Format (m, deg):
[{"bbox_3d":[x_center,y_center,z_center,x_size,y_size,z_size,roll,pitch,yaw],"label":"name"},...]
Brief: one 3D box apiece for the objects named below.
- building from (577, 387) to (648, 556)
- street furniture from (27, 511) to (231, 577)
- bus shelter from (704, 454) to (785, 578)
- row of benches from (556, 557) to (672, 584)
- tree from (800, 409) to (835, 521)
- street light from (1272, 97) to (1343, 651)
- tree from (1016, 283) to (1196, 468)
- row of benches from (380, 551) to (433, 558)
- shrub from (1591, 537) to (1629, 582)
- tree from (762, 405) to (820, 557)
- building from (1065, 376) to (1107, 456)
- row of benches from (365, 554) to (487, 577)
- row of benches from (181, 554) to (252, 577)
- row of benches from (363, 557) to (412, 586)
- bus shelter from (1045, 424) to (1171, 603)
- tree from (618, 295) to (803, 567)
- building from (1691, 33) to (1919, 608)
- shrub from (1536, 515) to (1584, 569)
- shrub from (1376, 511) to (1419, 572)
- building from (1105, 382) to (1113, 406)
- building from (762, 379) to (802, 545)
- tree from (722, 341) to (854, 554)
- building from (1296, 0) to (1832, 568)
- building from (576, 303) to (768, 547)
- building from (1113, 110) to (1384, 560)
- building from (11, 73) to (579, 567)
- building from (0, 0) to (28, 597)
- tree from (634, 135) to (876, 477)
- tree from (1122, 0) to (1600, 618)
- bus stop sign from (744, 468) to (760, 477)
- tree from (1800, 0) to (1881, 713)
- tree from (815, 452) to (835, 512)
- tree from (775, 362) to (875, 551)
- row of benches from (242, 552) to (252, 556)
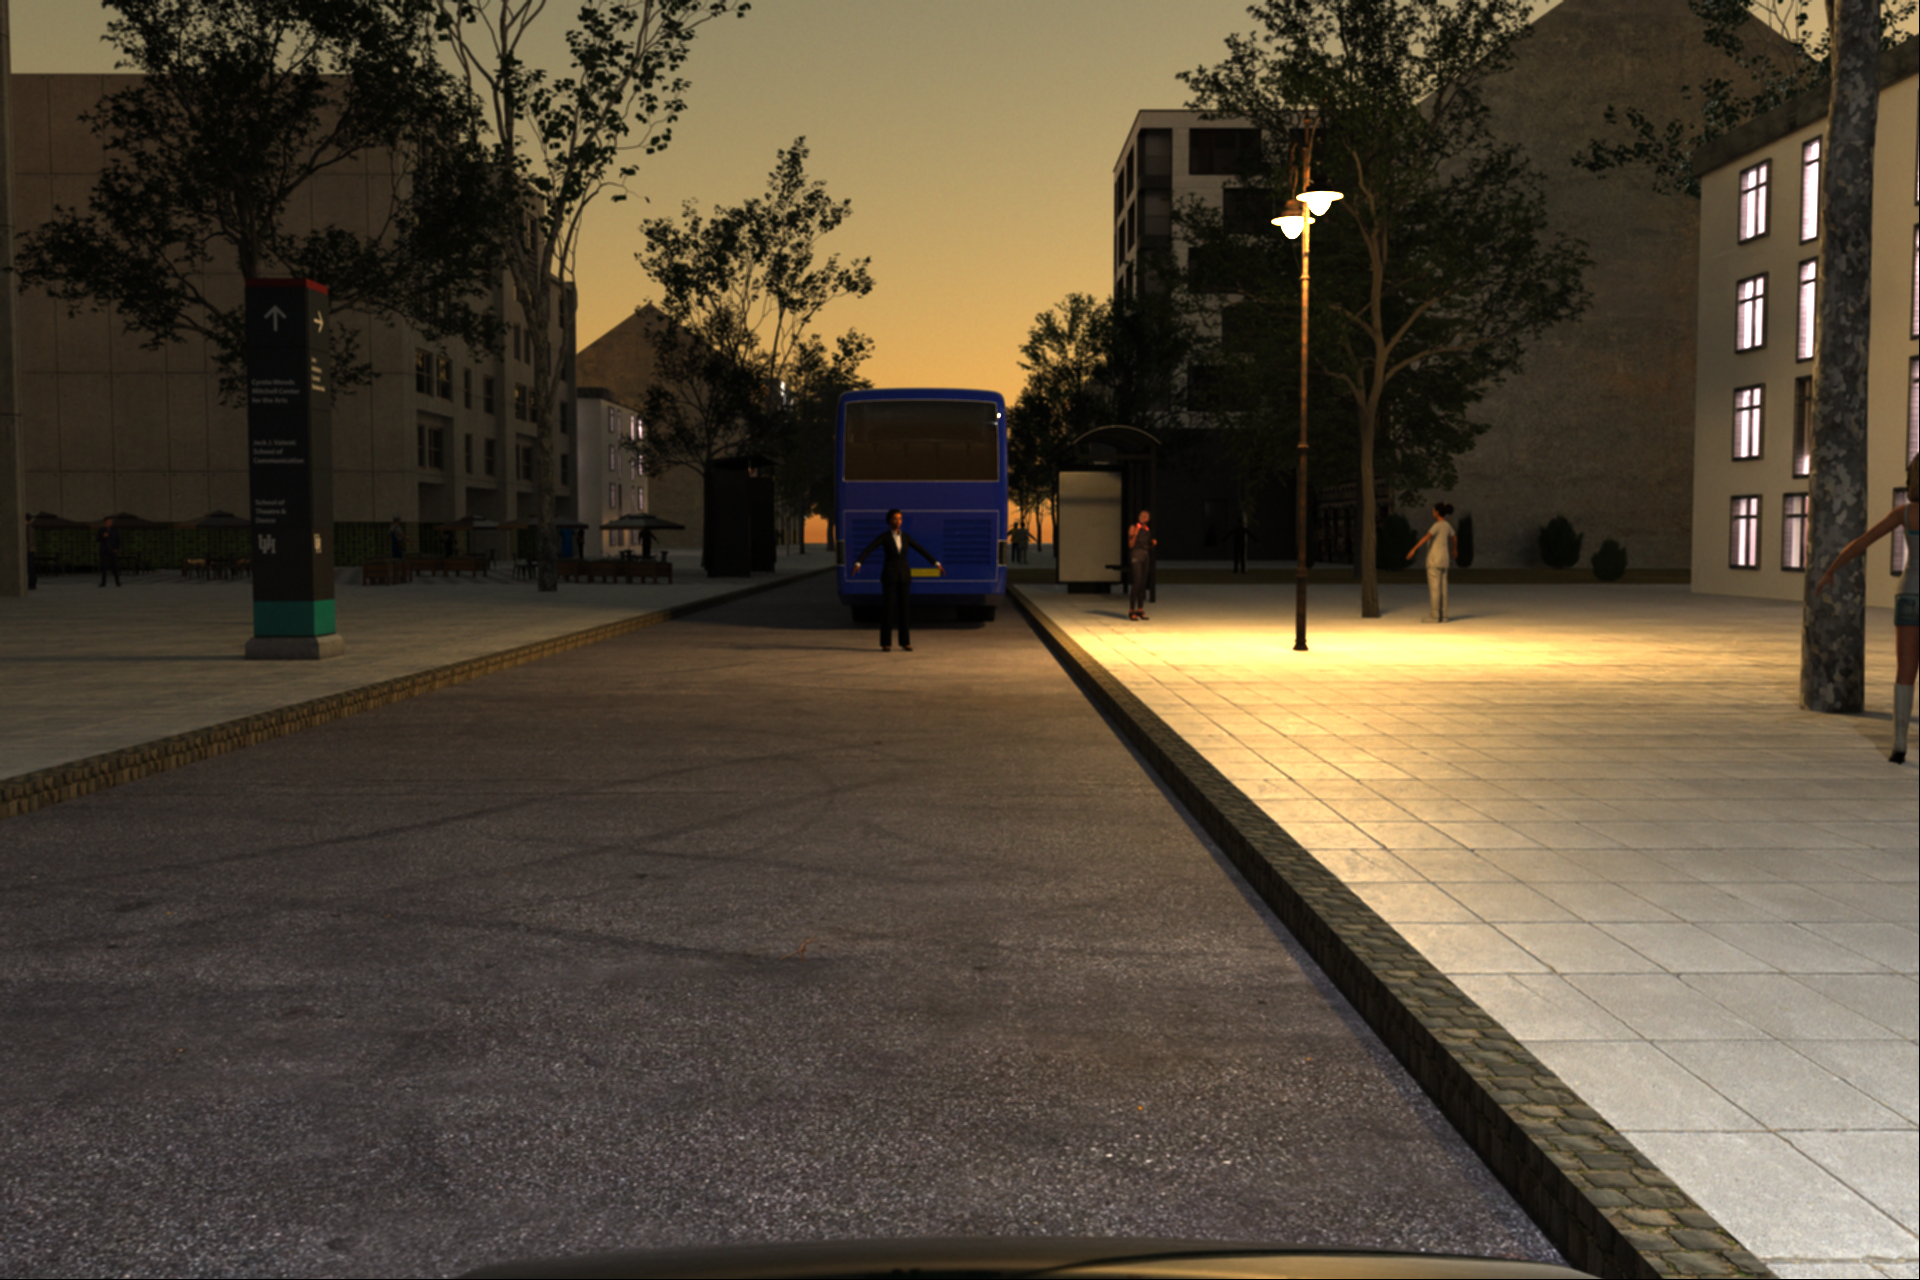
[{"bbox_3d":[-24.816,-10.468,113.294,9.099,9.664,28.070,0,4,1],"label":"building"},{"bbox_3d":[-32.022,-2.737,49.782,14.083,1.986,27.439,0,4,2],"label":"street furniture"},{"bbox_3d":[-6.625,-3.824,53.813,1.731,3.624,6.357,0,4,1],"label":"bus shelter"},{"bbox_3d":[-9.284,-1.843,45.601,4.104,0.672,1.422,2,4,35],"label":"row of benches"},{"bbox_3d":[-9.755,-14.786,148.405,9.857,13.997,8.962,0,3,0],"label":"tree"},{"bbox_3d":[3.762,-2.823,18.947,0.468,5.910,1.993,0,4,0],"label":"street light"},{"bbox_3d":[6.113,-9.011,73.081,9.928,11.665,9.643,0,3,0],"label":"tree"},{"bbox_3d":[-19.634,-2.799,61.219,1.422,0.672,4.104,0,4,2],"label":"row of benches"},{"bbox_3d":[17.578,-2.188,46.889,1.383,1.207,1.383,0,3,0],"label":"shrub"},{"bbox_3d":[-9.902,-9.091,98.997,4.737,8.622,4.395,0,3,0],"label":"tree"},{"bbox_3d":[21.741,-22.333,196.070,19.493,23.208,18.063,0,4,0],"label":"building"},{"bbox_3d":[-16.314,-2.274,52.646,4.104,0.672,1.422,1,4,20],"label":"row of benches"},{"bbox_3d":[-21.737,-2.321,53.405,4.104,0.672,1.422,-2,4,-31],"label":"row of benches"},{"bbox_3d":[-14.833,-1.800,44.900,1.422,0.672,4.104,-1,4,-9],"label":"row of benches"},{"bbox_3d":[2.875,-2.500,34.791,2.014,3.302,5.546,0,4,0],"label":"bus shelter"},{"bbox_3d":[-9.613,-8.120,67.179,7.601,10.594,8.767,-1,4,-17],"label":"tree"},{"bbox_3d":[20.605,-5.014,24.131,9.099,9.664,28.070,0,4,0],"label":"building"},{"bbox_3d":[22.067,-3.626,63.703,1.690,2.028,1.600,0,3,0],"label":"shrub"},{"bbox_3d":[14.908,-3.388,59.438,1.661,2.075,1.752,0,3,0],"label":"shrub"},{"bbox_3d":[20.572,-20.021,183.768,16.016,20.090,11.380,0,4,0],"label":"building"},{"bbox_3d":[-29.001,-21.117,211.713,16.747,18.905,31.486,0,4,0],"label":"building"},{"bbox_3d":[-9.905,-12.166,109.282,12.009,13.543,11.850,0,3,0],"label":"tree"},{"bbox_3d":[25.494,-14.848,73.699,19.493,23.208,18.063,0,3,0],"label":"building"},{"bbox_3d":[-29.564,-20.985,174.039,19.493,23.208,18.063,0,4,-1],"label":"building"},{"bbox_3d":[22.559,-15.665,100.092,27.936,21.610,32.646,0,3,0],"label":"building"},{"bbox_3d":[-30.049,-13.223,82.653,16.747,18.905,31.486,0,4,0],"label":"building"},{"bbox_3d":[-27.595,-9.358,19.462,16.747,18.905,31.486,0,3,0],"label":"building"},{"bbox_3d":[-9.798,-13.955,84.051,12.611,20.169,13.585,0,3,0],"label":"tree"},{"bbox_3d":[5.974,-5.616,26.231,7.601,10.594,8.767,-1,4,-15],"label":"tree"},{"bbox_3d":[-7.128,-4.335,59.585,0.855,3.939,0.416,0,4,0],"label":"bus stop sign"},{"bbox_3d":[7.566,-9.496,11.156,12.611,20.169,13.585,0,3,0],"label":"tree"},{"bbox_3d":[-9.941,-11.548,139.178,4.737,8.622,4.395,0,3,0],"label":"tree"},{"bbox_3d":[-9.603,-13.609,129.167,9.857,13.997,8.962,0,3,0],"label":"tree"},{"bbox_3d":[-23.617,-2.719,59.917,1.422,0.672,4.104,0,4,8],"label":"row of benches"}]
